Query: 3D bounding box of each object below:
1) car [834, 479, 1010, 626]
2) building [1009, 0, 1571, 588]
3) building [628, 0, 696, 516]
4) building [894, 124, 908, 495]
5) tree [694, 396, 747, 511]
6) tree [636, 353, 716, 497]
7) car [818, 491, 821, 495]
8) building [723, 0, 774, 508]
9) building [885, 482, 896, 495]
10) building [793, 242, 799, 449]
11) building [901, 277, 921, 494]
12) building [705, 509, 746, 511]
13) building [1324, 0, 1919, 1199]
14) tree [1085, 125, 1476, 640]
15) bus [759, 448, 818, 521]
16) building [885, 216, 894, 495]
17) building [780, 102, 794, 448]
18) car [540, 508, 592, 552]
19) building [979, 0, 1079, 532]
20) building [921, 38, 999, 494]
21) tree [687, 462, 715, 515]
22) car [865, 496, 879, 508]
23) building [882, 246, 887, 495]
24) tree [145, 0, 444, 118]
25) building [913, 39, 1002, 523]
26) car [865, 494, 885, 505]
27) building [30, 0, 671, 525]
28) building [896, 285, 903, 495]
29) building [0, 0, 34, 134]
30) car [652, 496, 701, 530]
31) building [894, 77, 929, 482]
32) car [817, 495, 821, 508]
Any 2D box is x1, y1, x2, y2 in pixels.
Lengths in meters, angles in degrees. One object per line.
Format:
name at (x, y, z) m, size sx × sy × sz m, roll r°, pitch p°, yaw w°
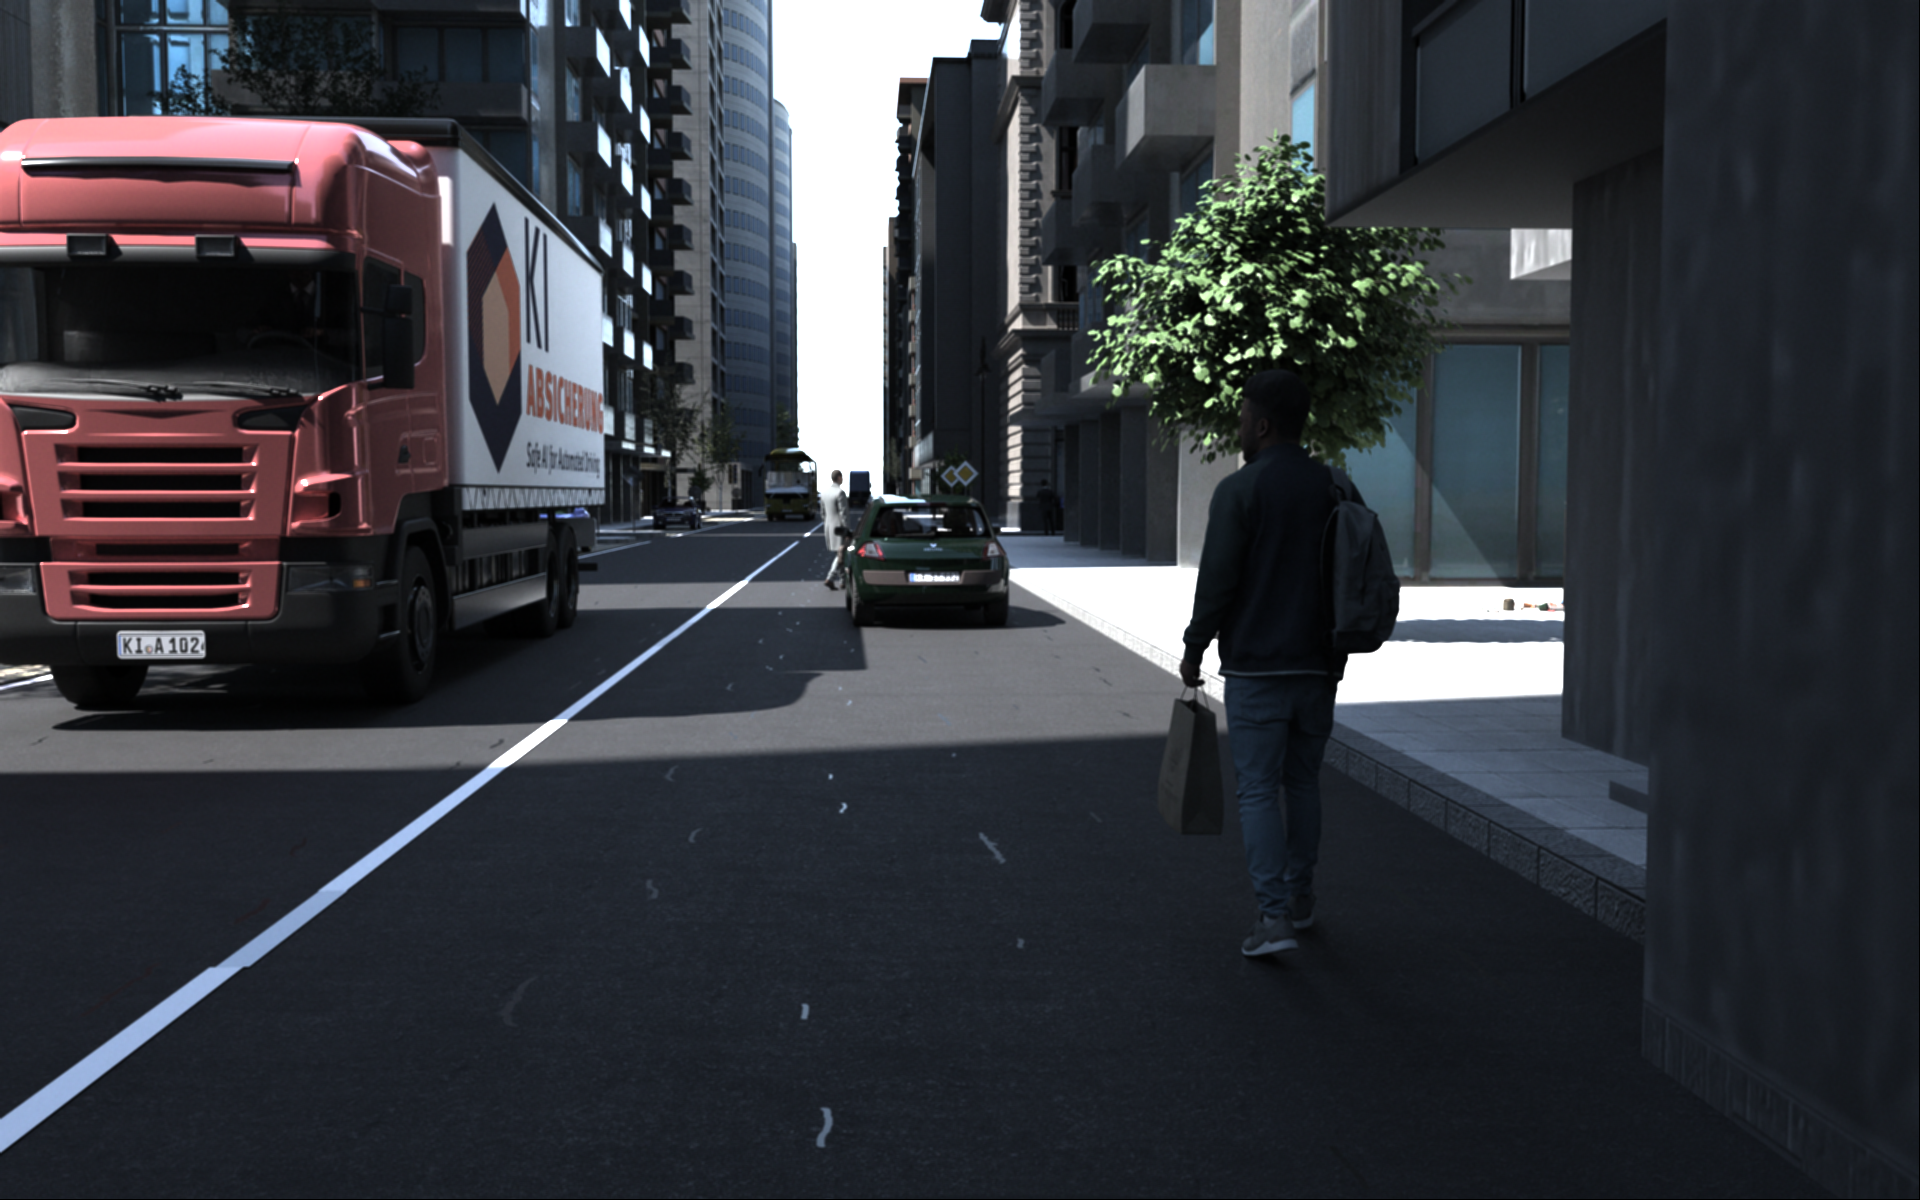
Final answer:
car at (-0.455, -0.640, 20.252) m, size 2.009 × 1.686 × 4.222 m, roll 0°, pitch 4°, yaw -5°
building at (13.591, -25.439, 35.541) m, size 23.786 × 49.044 × 30.456 m, roll 0°, pitch 4°, yaw -3°
building at (-28.585, -27.777, 108.778) m, size 22.147 × 44.769 × 28.867 m, roll 0°, pitch 4°, yaw -3°
building at (0.051, -33.814, 202.972) m, size 14.600 × 45.320 × 14.200 m, roll 0°, pitch 4°, yaw -3°
tree at (-17.778, -10.885, 128.325) m, size 4.737 × 8.622 × 4.395 m, roll 0°, pitch 3°, yaw 0°
tree at (-15.099, -8.615, 91.219) m, size 4.360 × 8.622 × 3.978 m, roll 0°, pitch 3°, yaw 0°
car at (-16.295, -12.118, 206.794) m, size 2.281 × 1.827 × 5.304 m, roll 0°, pitch 4°, yaw -4°
building at (-29.118, -38.255, 167.468) m, size 21.231 × 58.520 × 28.212 m, roll 0°, pitch 4°, yaw -3°
building at (5.252, -34.282, 252.395) m, size 32.217 × 40.220 × 23.993 m, roll 0°, pitch 4°, yaw -3°
building at (-32.732, -36.037, 272.802) m, size 14.154 × 41.232 × 14.086 m, roll 0°, pitch 4°, yaw -3°
building at (9.007, -18.838, 153.036) m, size 27.650 × 21.520 × 28.899 m, roll 0°, pitch 4°, yaw -3°
building at (-27.822, -43.061, 142.305) m, size 20.563 × 71.187 × 20.611 m, roll 0°, pitch 4°, yaw -3°
building at (8.649, -19.672, 5.236) m, size 14.154 × 41.232 × 14.086 m, roll 0°, pitch 4°, yaw -3°
tree at (2.901, -1.944, 15.504) m, size 4.285 × 4.588 × 4.351 m, roll 0°, pitch 3°, yaw 0°
bus at (-9.418, -6.450, 97.006) m, size 2.896 × 3.916 × 12.252 m, roll 0°, pitch 4°, yaw -3°
building at (-4.392, -37.977, 271.034) m, size 14.600 × 45.320 × 14.200 m, roll 0°, pitch 4°, yaw -3°
building at (-35.179, -43.363, 250.976) m, size 21.231 × 58.520 × 28.212 m, roll 0°, pitch 4°, yaw -3°
car at (-9.845, -1.936, 41.247) m, size 1.945 × 1.707 × 3.694 m, roll 0°, pitch 4°, yaw -3°
building at (11.024, -14.370, 63.828) m, size 19.941 × 23.489 × 11.050 m, roll 0°, pitch 4°, yaw -3°
building at (3.166, -20.920, 119.529) m, size 11.434 × 29.767 × 29.804 m, roll 0°, pitch 4°, yaw -3°
tree at (-15.648, -6.739, 104.792) m, size 1.663 × 3.219 × 1.824 m, roll 0°, pitch 3°, yaw 0°
car at (-5.164, -6.078, 111.958) m, size 1.945 × 1.354 × 3.894 m, roll 0°, pitch 4°, yaw -1°
building at (-5.828, -36.861, 286.275) m, size 14.154 × 41.232 × 14.086 m, roll 0°, pitch 4°, yaw -3°
tree at (-12.494, -5.996, 32.444) m, size 8.767 × 10.594 × 7.601 m, roll 1°, pitch 4°, yaw 15°
building at (5.133, -16.563, 89.872) m, size 14.314 × 24.678 × 30.058 m, roll 0°, pitch 4°, yaw -3°
car at (-5.795, -6.819, 123.500) m, size 2.014 × 1.417 × 4.499 m, roll 0°, pitch 4°, yaw -3°
building at (-25.014, -27.620, 71.198) m, size 23.786 × 49.044 × 30.456 m, roll 0°, pitch 4°, yaw -3°
building at (-1.587, -28.204, 232.842) m, size 14.160 × 30.474 × 14.107 m, roll 0°, pitch 4°, yaw -3°
building at (-37.571, -27.112, 32.527) m, size 27.495 × 52.752 × 28.713 m, roll 0°, pitch 4°, yaw -3°
car at (-11.472, -3.533, 70.337) m, size 1.945 × 1.354 × 3.894 m, roll 0°, pitch 4°, yaw -4°
building at (4.332, -32.219, 181.398) m, size 22.147 × 44.769 × 28.867 m, roll 0°, pitch 4°, yaw -3°
car at (-12.761, -8.570, 152.694) m, size 1.945 × 1.354 × 3.894 m, roll 0°, pitch 4°, yaw -4°
